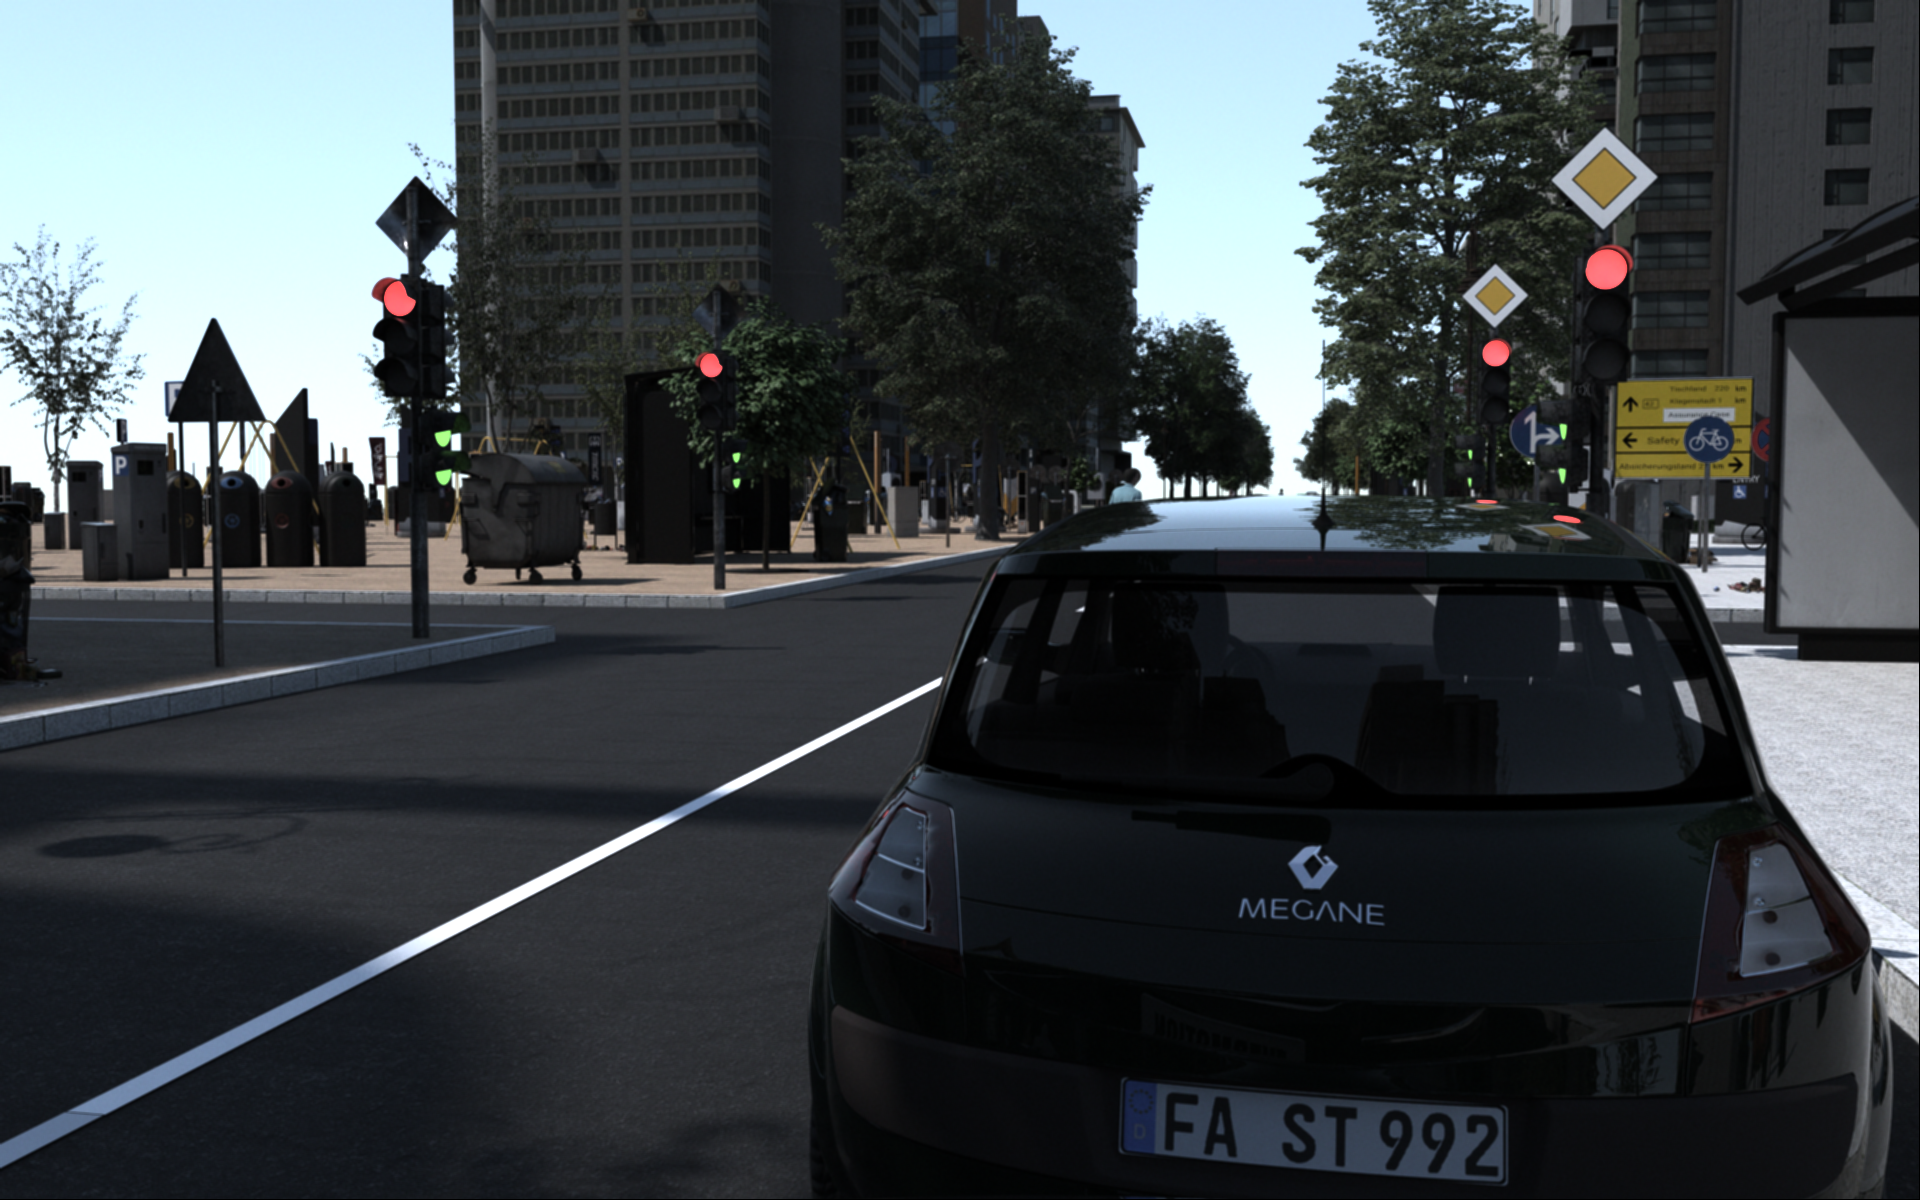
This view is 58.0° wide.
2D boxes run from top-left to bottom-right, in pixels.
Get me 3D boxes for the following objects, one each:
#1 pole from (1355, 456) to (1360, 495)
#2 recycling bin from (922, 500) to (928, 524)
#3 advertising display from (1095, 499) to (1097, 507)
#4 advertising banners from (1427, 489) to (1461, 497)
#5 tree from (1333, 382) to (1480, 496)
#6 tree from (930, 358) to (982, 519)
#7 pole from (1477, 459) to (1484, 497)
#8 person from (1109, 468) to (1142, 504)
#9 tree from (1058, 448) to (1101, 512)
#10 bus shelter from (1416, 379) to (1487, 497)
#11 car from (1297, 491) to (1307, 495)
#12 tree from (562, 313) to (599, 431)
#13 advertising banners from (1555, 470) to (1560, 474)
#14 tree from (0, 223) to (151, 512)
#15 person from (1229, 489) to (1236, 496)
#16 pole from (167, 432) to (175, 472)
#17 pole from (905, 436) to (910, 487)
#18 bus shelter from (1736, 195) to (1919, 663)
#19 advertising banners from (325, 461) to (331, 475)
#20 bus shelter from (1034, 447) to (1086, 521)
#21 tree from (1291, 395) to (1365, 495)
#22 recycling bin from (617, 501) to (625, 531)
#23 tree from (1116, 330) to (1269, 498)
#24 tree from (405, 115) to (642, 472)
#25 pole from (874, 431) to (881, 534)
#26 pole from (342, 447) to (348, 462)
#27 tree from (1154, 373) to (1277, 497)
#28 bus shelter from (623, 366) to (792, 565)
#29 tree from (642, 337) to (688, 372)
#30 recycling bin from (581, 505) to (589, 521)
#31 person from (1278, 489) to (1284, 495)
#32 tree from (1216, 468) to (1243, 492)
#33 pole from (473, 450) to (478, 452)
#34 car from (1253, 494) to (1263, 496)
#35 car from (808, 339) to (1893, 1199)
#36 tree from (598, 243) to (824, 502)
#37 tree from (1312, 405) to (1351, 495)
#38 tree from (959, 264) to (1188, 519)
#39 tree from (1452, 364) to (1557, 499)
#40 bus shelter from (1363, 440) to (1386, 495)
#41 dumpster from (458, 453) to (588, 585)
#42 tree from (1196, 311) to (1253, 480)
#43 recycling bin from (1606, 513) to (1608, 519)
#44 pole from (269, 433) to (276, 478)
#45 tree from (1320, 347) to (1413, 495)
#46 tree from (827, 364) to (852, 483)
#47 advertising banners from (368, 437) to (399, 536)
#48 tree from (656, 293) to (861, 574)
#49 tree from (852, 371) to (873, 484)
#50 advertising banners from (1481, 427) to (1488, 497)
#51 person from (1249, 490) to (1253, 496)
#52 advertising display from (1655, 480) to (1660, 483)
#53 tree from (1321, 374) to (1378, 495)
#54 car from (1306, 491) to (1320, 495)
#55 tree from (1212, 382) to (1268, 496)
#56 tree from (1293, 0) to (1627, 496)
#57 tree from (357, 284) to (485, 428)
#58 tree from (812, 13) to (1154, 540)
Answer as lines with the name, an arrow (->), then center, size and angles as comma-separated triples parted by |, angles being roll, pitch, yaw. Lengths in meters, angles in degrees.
pole -> 21.292, -6.050, 92.759 | 0.158, 3.312, 0.155 | 0, 3, 0
recycling bin -> -1.151, -3.729, 73.525 | 0.722, 1.027, 0.722 | 2, 4, 26
advertising display -> 6.893, -4.919, 85.637 | 0.123, 1.923, 0.974 | -1, 4, -15
advertising banners -> 15.061, -3.462, 52.790 | 2.074, 3.025, 0.090 | -2, 4, -27
tree -> 12.663, -3.903, 47.532 | 4.285, 4.588, 4.351 | 0, 3, 0
tree -> 0.053, -8.372, 87.245 | 4.360, 8.622, 3.978 | 0, 3, 0
pole -> 18.746, -4.191, 62.359 | 0.158, 3.312, 0.155 | 0, 3, 0
person -> 2.452, -1.080, 26.177 | 0.660, 1.820, 0.620 | 3, 4, 37
tree -> 5.111, -4.744, 72.167 | 1.663, 3.219, 1.824 | 0, 3, 0
bus shelter -> 16.229, -4.908, 57.878 | 2.179, 5.291, 8.768 | 1, 4, 11
car -> 43.676, -12.996, 221.285 | 1.959, 1.807, 4.718 | 1, 4, 13
tree -> -12.733, -7.031, 65.318 | 4.737, 8.622, 4.395 | 0, 3, 0
advertising banners -> 23.083, -4.172, 64.399 | 2.074, 3.025, 0.090 | 1, 4, 12
tree -> -25.027, -5.988, 48.267 | 4.360, 8.622, 3.978 | 0, 3, 0
person -> 15.455, -5.461, 98.455 | 0.551, 1.740, 0.621 | 3, 5, 40
pole -> -26.081, -3.882, 57.313 | 0.158, 3.312, 0.155 | 0, 3, 0
pole -> -1.862, -4.122, 61.231 | 0.158, 3.312, 0.155 | 0, 3, 0
bus shelter -> 6.517, -1.027, 10.718 | 2.014, 3.302, 5.546 | 1, 4, 11
advertising banners -> -32.435, -5.813, 91.236 | 2.074, 3.025, 0.090 | 0, 4, 6
bus shelter -> 5.011, -5.815, 86.356 | 1.731, 3.624, 6.357 | 1, 4, 11
tree -> 43.515, -17.323, 200.239 | 9.611, 12.733, 9.660 | 0, 3, 0
recycling bin -> -11.584, -2.966, 61.049 | 0.722, 1.027, 0.722 | 3, 4, 36
tree -> 13.530, -11.343, 111.218 | 9.928, 11.665, 9.643 | 0, 3, 0
tree -> -8.949, -5.120, 34.075 | 4.360, 8.622, 3.978 | 0, 3, 0
pole -> -2.669, -3.810, 56.139 | 0.158, 3.312, 0.155 | 0, 3, 0
pole -> -26.766, -4.991, 75.444 | 0.158, 3.312, 0.155 | 0, 3, 0
tree -> 21.576, -14.435, 153.023 | 9.611, 12.733, 9.660 | 0, 3, 0
bus shelter -> -4.750, -2.644, 34.513 | 1.731, 3.624, 6.357 | 1, 4, 11
tree -> -13.680, -7.925, 79.936 | 4.360, 8.622, 3.978 | 0, 3, 0
recycling bin -> -18.351, -4.383, 84.221 | 0.722, 1.027, 0.722 | -2, 4, -25
person -> 23.356, -7.172, 125.743 | 0.705, 1.826, 1.348 | -2, 4, -26
tree -> 29.778, -12.638, 190.347 | 4.285, 4.588, 4.351 | 0, 3, 0
pole -> -22.339, -5.269, 79.984 | 0.158, 3.312, 0.155 | 0, 3, 0
car -> 34.185, -11.556, 198.728 | 2.009, 1.686, 4.222 | 1, 4, 12
car -> 0.929, 0.333, 4.345 | 2.009, 1.686, 4.222 | 1, 4, 13
tree -> -7.377, -6.180, 51.402 | 4.737, 8.622, 4.395 | 0, 3, 0
tree -> 39.445, -14.851, 177.223 | 7.601, 10.594, 8.767 | -1, 4, -21
tree -> 4.064, -8.011, 65.397 | 8.767, 10.594, 7.601 | -1, 4, -16
tree -> 8.259, -1.920, 25.992 | 1.663, 3.219, 1.824 | 0, 3, 0
bus shelter -> 18.862, -5.247, 77.074 | 1.731, 3.624, 6.357 | 1, 4, 12
dumpster -> -6.320, -1.180, 25.059 | 1.264, 1.857, 1.865 | 1, 4, 11
tree -> 16.153, -13.214, 122.696 | 9.857, 13.997, 8.962 | 0, 3, 0
recycling bin -> 8.098, -0.643, 23.061 | 0.722, 1.027, 0.722 | -2, 4, -30
pole -> -22.981, -3.922, 57.964 | 0.158, 3.312, 0.155 | 0, 3, 0
tree -> 20.640, -8.218, 84.733 | 4.360, 8.622, 3.978 | 0, 3, 0
tree -> -7.662, -7.391, 71.208 | 4.737, 8.622, 4.395 | 0, 3, 0
advertising banners -> -17.042, -3.472, 52.957 | 2.074, 3.025, 0.090 | 0, 4, 3
tree -> -3.273, -2.734, 28.409 | 4.285, 4.588, 4.351 | 0, 3, 0
tree -> -6.838, -8.960, 96.853 | 4.737, 8.622, 4.395 | 0, 3, 0
advertising banners -> 9.579, -2.163, 31.549 | 0.090, 3.025, 2.074 | 1, 4, 19
person -> 30.734, -10.648, 182.684 | 0.705, 1.814, 1.350 | 3, 5, 42
advertising display -> 25.390, -3.606, 64.164 | 0.974, 1.923, 0.123 | 3, 5, 40
tree -> 23.345, -9.124, 99.534 | 4.737, 8.622, 4.395 | 0, 3, 0
car -> 49.388, -14.350, 243.300 | 2.281, 1.827, 5.304 | 1, 4, 10
tree -> 25.514, -15.979, 171.630 | 12.009, 13.543, 11.850 | 0, 3, 0
tree -> 10.667, -7.303, 37.524 | 7.486, 12.596, 7.792 | 0, 3, 0
tree -> -18.291, -6.704, 59.971 | 4.737, 8.622, 4.395 | 0, 3, 0
tree -> 0.788, -8.646, 48.011 | 9.857, 13.997, 8.962 | 0, 3, 0
